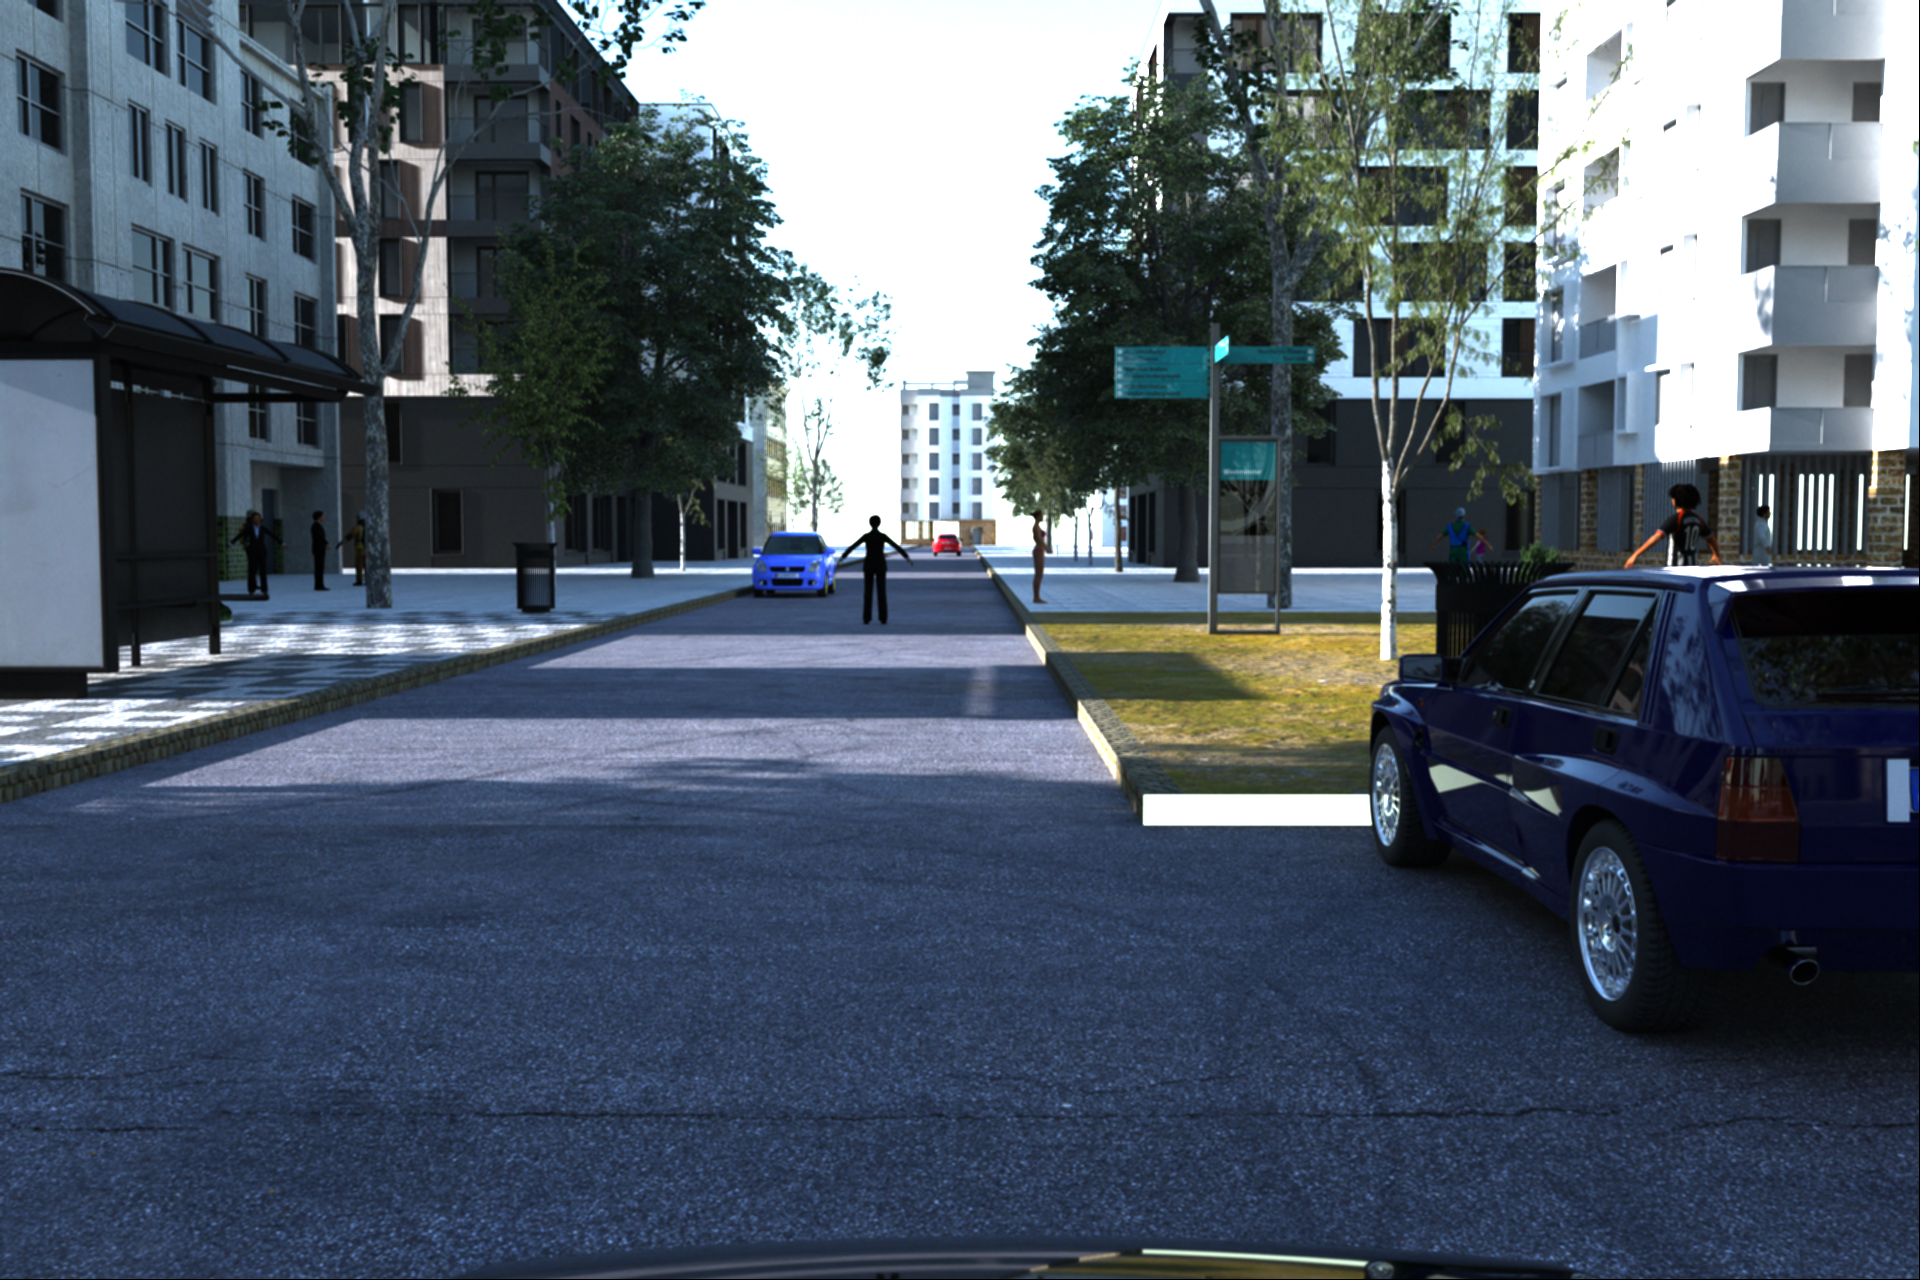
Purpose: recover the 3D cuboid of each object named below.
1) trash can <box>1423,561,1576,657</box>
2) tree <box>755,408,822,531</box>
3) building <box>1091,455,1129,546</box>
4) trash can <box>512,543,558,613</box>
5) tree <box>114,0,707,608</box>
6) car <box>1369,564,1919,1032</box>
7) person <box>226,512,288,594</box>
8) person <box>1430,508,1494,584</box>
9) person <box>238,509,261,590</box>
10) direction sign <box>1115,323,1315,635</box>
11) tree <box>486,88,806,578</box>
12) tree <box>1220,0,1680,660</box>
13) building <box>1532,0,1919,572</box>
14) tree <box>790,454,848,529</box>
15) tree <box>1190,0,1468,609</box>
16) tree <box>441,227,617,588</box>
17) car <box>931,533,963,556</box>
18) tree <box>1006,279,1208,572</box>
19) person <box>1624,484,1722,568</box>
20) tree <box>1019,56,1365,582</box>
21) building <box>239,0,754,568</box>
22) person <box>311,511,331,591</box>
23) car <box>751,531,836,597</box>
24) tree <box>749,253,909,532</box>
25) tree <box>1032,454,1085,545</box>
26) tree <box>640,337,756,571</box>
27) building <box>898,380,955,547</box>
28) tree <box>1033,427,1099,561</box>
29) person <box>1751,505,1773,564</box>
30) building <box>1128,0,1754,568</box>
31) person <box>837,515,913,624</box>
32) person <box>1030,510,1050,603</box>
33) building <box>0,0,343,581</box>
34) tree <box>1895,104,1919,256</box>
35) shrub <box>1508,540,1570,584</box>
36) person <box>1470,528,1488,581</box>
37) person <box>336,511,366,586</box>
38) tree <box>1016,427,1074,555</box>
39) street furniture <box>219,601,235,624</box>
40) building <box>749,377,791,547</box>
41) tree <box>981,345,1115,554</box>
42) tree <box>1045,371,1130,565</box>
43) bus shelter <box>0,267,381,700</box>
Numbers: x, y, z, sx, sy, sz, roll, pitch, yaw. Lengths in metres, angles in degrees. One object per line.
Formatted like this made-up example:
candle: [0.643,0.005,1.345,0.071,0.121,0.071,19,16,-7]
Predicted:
trash can: [2.749,0.170,8.875,0.748,1.137,0.748,0,3,0]
tree: [-9.678,-9.205,100.868,4.360,8.622,3.978,0,3,0]
building: [19.359,-14.724,182.881,9.099,9.664,28.070,0,4,0]
trash can: [-6.967,-1.026,28.433,0.748,1.137,0.748,0,3,0]
tree: [-10.260,-10.527,28.013,12.611,20.169,13.585,0,3,0]
car: [2.707,0.382,6.334,1.945,1.354,3.894,0,4,-1]
person: [-14.764,-1.815,36.393,1.216,1.740,0.721,-2,4,-25]
person: [10.332,-1.814,35.781,1.347,1.817,0.704,3,4,37]
person: [-16.373,-2.102,40.152,0.705,1.856,1.354,-2,4,-30]
direction sign: [3.223,-2.001,21.486,2.525,3.948,1.411,0,4,1]
tree: [-9.425,-8.807,50.651,9.857,13.997,8.962,0,3,0]
tree: [4.301,-4.119,17.713,4.360,8.622,3.978,0,3,0]
building: [21.075,-11.606,46.172,16.016,20.090,11.380,0,4,0]
tree: [-16.365,-16.265,200.340,7.601,10.594,8.767,0,4,5]
tree: [6.686,-10.550,28.386,12.611,20.169,13.585,0,3,0]
tree: [-9.907,-5.542,40.978,4.737,8.622,4.395,0,3,0]
car: [-0.854,-6.397,113.623,2.155,1.783,4.494,0,4,-1]
tree: [5.038,-7.559,57.998,7.601,10.594,8.767,-1,4,-22]
person: [7.820,-0.777,18.840,1.345,1.843,0.704,-2,4,-23]
tree: [6.017,-8.518,45.930,9.857,13.997,8.962,0,3,0]
building: [-25.736,-14.469,80.541,27.936,21.610,32.646,0,4,1]
person: [-14.564,-2.034,39.441,0.705,1.806,1.347,-2,4,-31]
car: [-3.856,-1.890,40.491,1.945,1.707,3.694,0,3,0]
tree: [-9.524,-15.836,114.804,12.611,20.169,13.585,0,3,0]
tree: [11.278,-17.107,205.454,9.928,11.665,9.643,0,3,0]
tree: [-9.865,-6.708,60.033,4.360,8.622,3.978,0,3,0]
building: [-6.886,-21.121,204.199,11.380,20.090,16.016,0,4,-3]
tree: [5.436,-8.001,81.175,4.360,8.622,3.978,0,3,0]
person: [14.739,-1.563,31.734,0.705,1.806,1.347,2,4,23]
building: [21.676,-14.536,81.644,27.936,21.610,32.646,0,3,0]
person: [-1.356,-1.130,27.646,1.216,1.740,0.721,0,4,-3]
person: [1.541,-1.559,32.286,0.721,1.733,1.217,0,4,-5]
building: [-28.090,-10.582,39.467,16.747,18.905,31.486,0,4,-1]
tree: [12.661,-4.230,19.519,4.360,8.622,3.978,0,3,0]
shrub: [7.965,-0.778,23.842,1.383,1.207,1.383,0,3,0]
person: [13.301,-2.150,44.426,0.599,1.433,0.991,3,4,39]
person: [-14.883,-2.283,43.089,0.705,1.858,1.354,3,4,36]
tree: [5.989,-9.372,103.592,4.360,8.622,3.978,0,3,0]
street furniture: [-13.900,-0.460,23.145,5.734,0.657,10.072,1,4,18]
building: [-27.662,-20.987,174.067,19.493,23.208,18.063,0,4,0]
tree: [5.677,-12.593,112.557,9.857,13.997,8.962,0,3,0]
tree: [5.371,-7.377,70.983,4.360,8.622,3.978,0,3,0]
bus shelter: [-7.290,-1.344,15.901,2.014,3.302,5.546,0,4,1]
